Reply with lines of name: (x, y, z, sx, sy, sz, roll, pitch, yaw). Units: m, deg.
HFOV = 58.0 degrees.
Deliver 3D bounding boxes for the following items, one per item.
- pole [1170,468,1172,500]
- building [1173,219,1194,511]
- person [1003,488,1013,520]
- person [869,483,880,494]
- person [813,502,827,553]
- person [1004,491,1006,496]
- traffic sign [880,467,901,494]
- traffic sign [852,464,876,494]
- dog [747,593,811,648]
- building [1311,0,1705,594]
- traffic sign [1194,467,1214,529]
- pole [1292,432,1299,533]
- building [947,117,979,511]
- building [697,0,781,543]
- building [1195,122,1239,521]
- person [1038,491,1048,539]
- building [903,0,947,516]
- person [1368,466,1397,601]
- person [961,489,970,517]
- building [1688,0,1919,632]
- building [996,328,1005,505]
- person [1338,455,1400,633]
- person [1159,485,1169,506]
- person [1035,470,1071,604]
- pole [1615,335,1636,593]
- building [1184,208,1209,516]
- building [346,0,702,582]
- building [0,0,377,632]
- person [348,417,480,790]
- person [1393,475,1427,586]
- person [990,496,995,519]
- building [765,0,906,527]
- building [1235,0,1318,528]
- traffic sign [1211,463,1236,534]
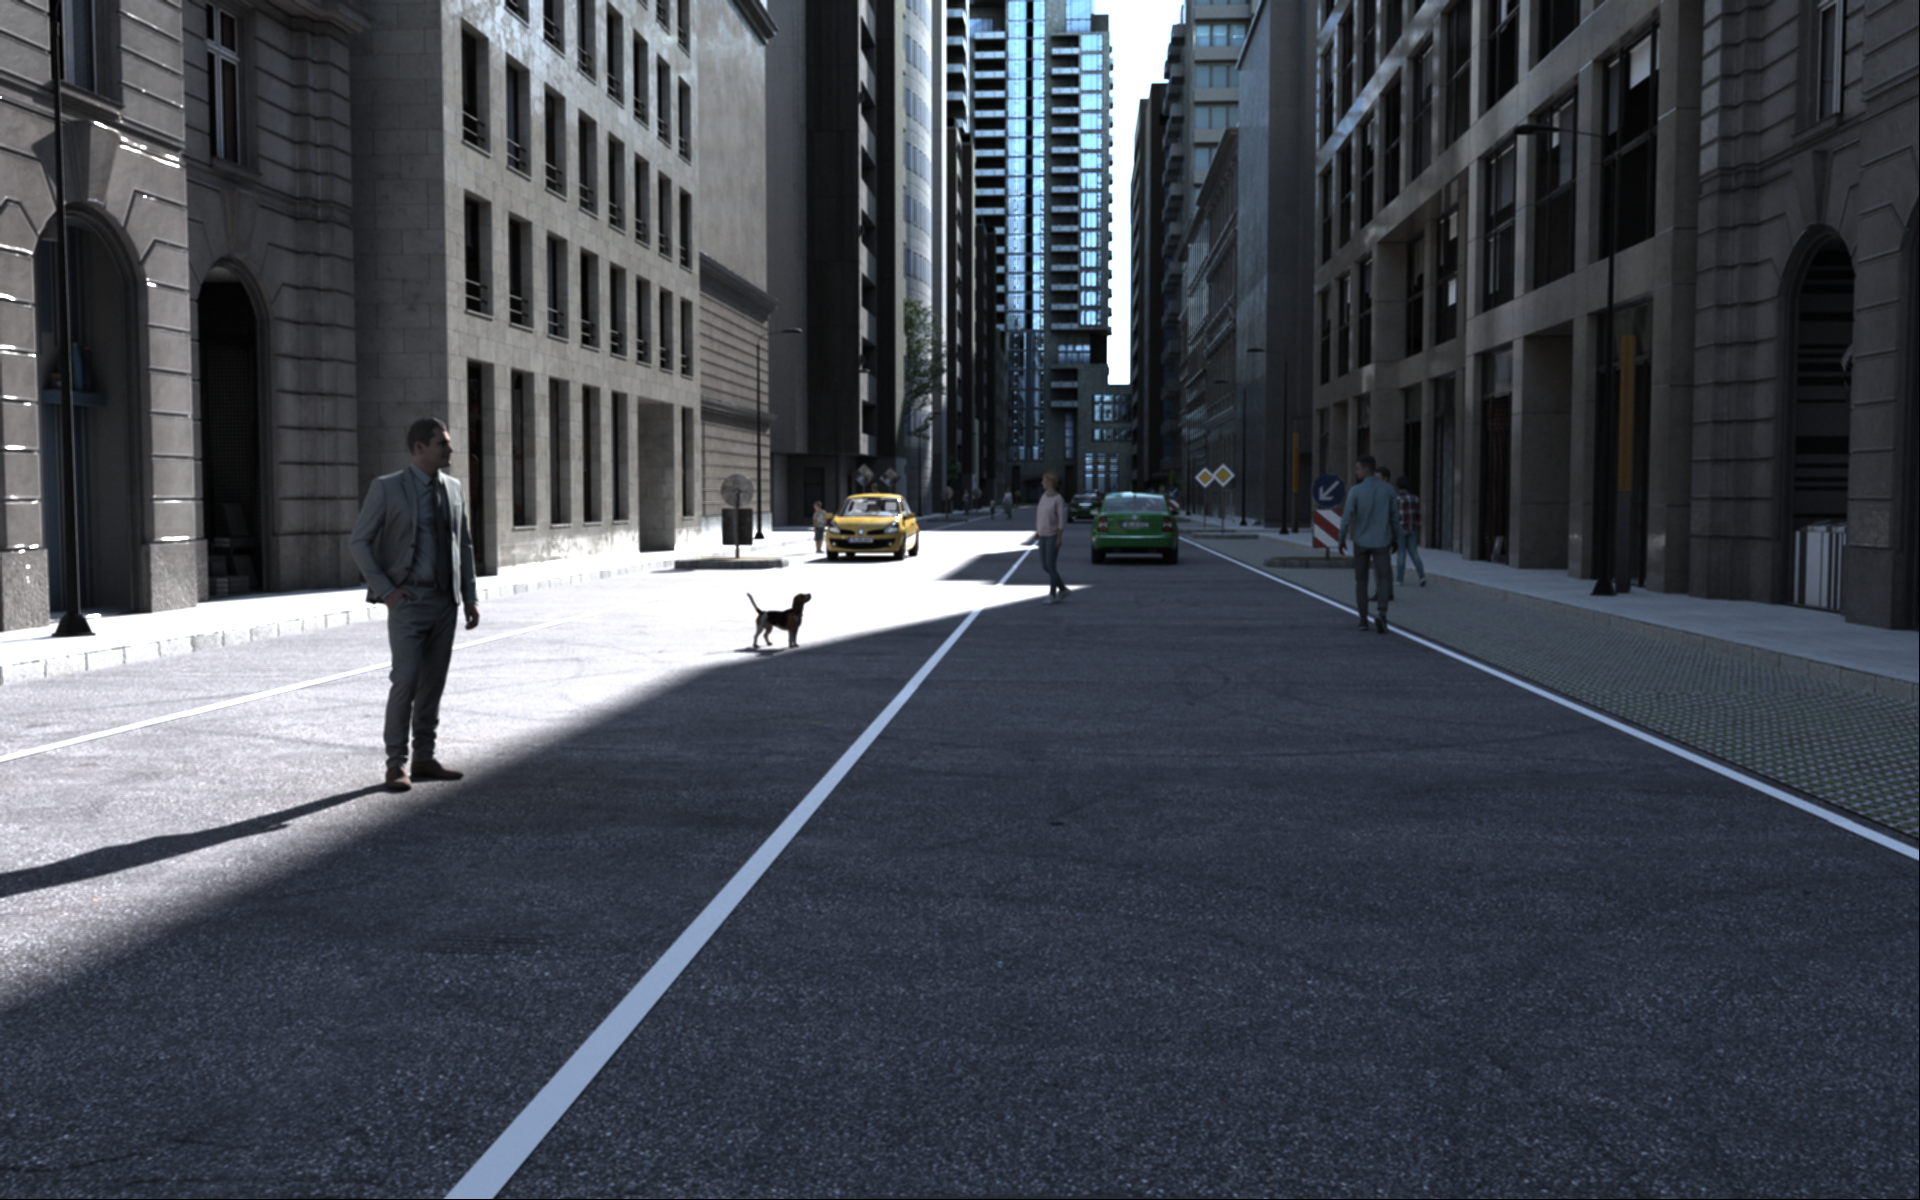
pole: (16.665, -8.733, 136.622, 0.158, 3.312, 0.155, 0, 3, 0)
building: (21.869, -18.331, 128.592, 11.050, 23.489, 19.941, 0, 4, 4)
person: (2.737, -5.428, 97.466, 0.478, 1.798, 0.641, 3, 4, 38)
person: (-2.547, -2.575, 51.147, 0.519, 1.759, 0.362, -2, 4, -32)
person: (-3.399, -1.769, 42.110, 0.332, 1.250, 0.352, 1, 4, 21)
person: (4.181, -9.109, 158.344, 0.530, 1.710, 0.541, 2, 4, 24)
traffic sign: (-2.609, -3.744, 64.862, 0.795, 2.450, 0.064, 0, 4, 4)
traffic sign: (-3.154, -3.257, 56.896, 0.795, 2.450, 0.064, 0, 4, 4)
dog: (-1.698, 0.185, 16.266, 0.540, 0.507, 0.406, -1, 4, -17)
building: (19.811, -14.268, 37.795, 19.350, 26.468, 34.151, 0, 4, 4)
traffic sign: (9.057, -3.694, 64.047, 0.795, 2.450, 0.064, 0, 4, 4)
pole: (11.008, -3.852, 56.824, 0.158, 3.312, 0.155, 0, 3, 0)
building: (-6.205, -22.110, 133.192, 14.160, 30.474, 14.107, 0, 4, 4)
building: (-23.284, -14.179, 50.917, 34.723, 24.649, 14.460, 0, 4, 4)
building: (18.698, -15.526, 90.004, 11.583, 22.565, 21.152, 0, 4, 4)
person: (2.627, -2.696, 52.600, 0.620, 1.820, 0.660, -1, 4, -21)
building: (-12.330, -34.347, 103.581, 21.231, 58.520, 28.212, 0, 4, 4)
person: (5.565, -0.885, 23.165, 0.583, 1.804, 0.606, 0, 4, -7)
person: (0.388, -6.032, 107.711, 0.643, 1.750, 0.593, -2, 4, -28)
building: (14.214, -10.238, 9.199, 13.314, 21.916, 24.055, 0, 4, 4)
building: (-9.740, -21.953, 203.970, 28.899, 21.520, 27.650, 0, 4, 4)
person: (4.262, -0.594, 18.069, 0.638, 1.841, 0.748, 1, 4, 14)
person: (8.337, -3.876, 72.057, 0.709, 1.800, 0.728, 0, 3, 0)
person: (1.221, -0.825, 22.662, 0.598, 1.740, 0.731, -3, 5, -40)
pole: (8.600, -1.745, 22.372, 0.158, 3.312, 0.155, 0, 3, 0)
building: (19.612, -15.936, 109.709, 9.793, 20.994, 18.267, 0, 4, 4)
building: (-11.992, -10.918, 33.266, 10.420, 20.320, 16.860, 0, 4, 4)
building: (-14.968, -10.428, 12.302, 13.314, 21.916, 24.055, 0, 4, 4)
person: (-2.696, -0.003, 8.648, 0.391, 1.810, 0.635, 2, 4, 28)
person: (6.920, -1.072, 26.867, 0.563, 1.720, 0.643, -1, 4, -17)
person: (1.825, -5.202, 97.808, 0.306, 1.304, 0.590, 1, 4, 16)
building: (-9.915, -18.371, 72.061, 14.160, 30.474, 14.107, 0, 4, 4)
building: (26.708, -15.281, 68.904, 30.058, 24.678, 14.314, 0, 4, 4)
traffic sign: (8.512, -3.207, 56.080, 0.795, 2.450, 0.064, 0, 4, 4)
